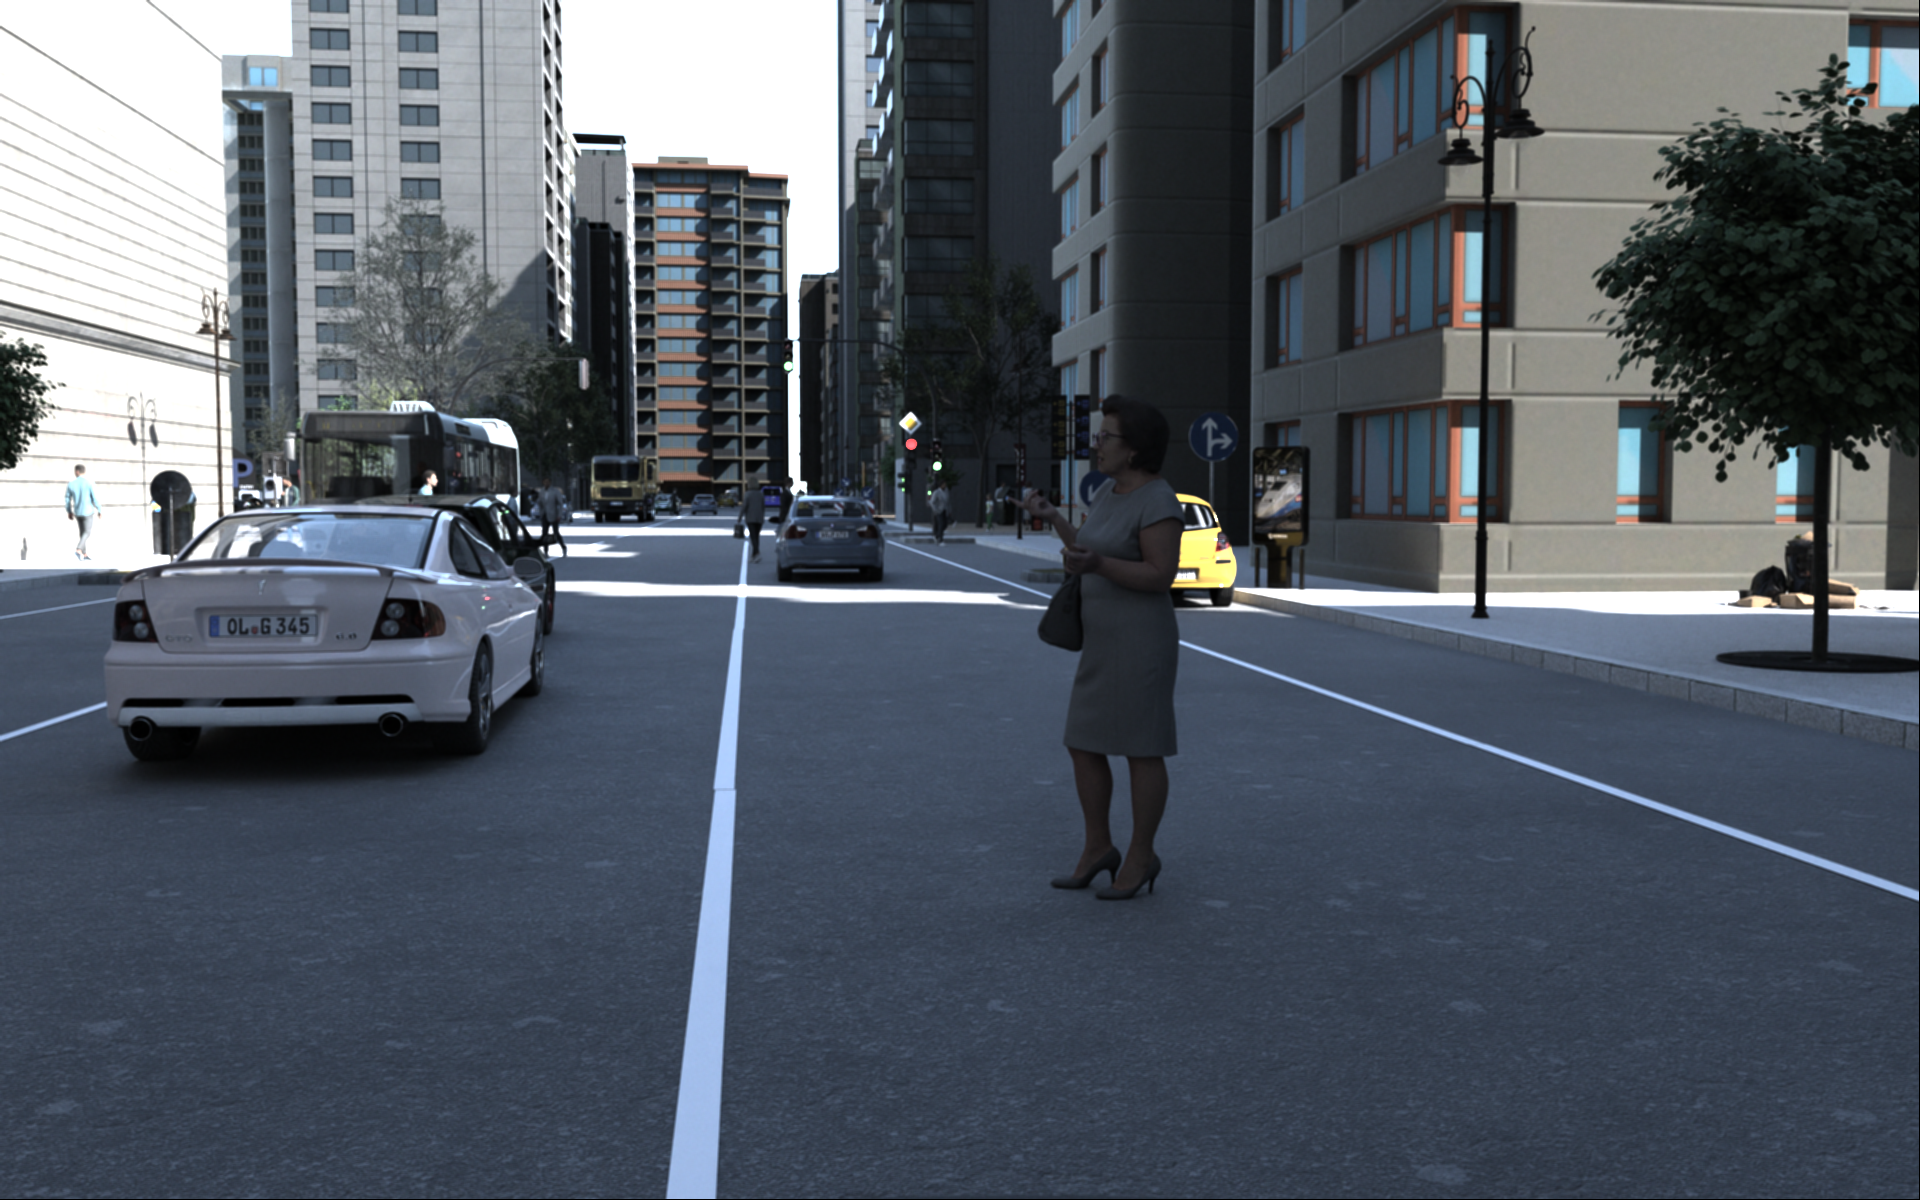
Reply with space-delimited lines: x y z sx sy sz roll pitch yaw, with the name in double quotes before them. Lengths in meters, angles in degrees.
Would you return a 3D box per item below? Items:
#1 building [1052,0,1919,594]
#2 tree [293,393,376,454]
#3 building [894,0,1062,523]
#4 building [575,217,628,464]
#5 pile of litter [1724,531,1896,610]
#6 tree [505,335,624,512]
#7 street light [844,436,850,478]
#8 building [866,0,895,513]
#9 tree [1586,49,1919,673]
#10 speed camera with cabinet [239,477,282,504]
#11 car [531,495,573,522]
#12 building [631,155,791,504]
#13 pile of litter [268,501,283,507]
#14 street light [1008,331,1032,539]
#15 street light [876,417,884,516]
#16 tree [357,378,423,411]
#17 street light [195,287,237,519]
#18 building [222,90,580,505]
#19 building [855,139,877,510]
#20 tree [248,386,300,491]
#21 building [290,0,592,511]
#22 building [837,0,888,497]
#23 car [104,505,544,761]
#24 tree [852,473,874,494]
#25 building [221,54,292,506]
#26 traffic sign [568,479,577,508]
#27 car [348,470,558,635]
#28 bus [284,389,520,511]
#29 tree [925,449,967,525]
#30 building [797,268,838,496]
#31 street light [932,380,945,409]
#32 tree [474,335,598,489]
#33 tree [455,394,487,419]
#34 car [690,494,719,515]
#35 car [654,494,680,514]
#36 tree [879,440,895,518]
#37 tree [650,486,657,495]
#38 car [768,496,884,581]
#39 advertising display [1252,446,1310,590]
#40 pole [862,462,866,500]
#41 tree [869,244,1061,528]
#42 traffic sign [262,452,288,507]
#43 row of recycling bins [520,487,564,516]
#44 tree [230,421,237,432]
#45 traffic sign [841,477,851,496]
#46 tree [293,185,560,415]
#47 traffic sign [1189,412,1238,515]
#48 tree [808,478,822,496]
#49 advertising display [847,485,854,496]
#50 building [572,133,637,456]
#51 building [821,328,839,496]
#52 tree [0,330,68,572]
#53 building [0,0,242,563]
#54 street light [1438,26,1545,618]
"building" 18.153 -11.777 37.590 27.650 21.520 28.899 0 4 -7
"tree" -20.056 -4.439 56.285 4.285 4.588 4.351 0 3 0
"building" 3.694 -19.044 83.066 14.160 30.474 14.107 0 4 -7
"building" -42.639 -25.100 182.091 14.160 30.474 14.107 0 4 -7
"pile of litter" 9.633 -0.344 19.592 1.719 0.858 1.176 2 4 35
"tree" -28.476 -12.709 124.793 9.611 12.733 9.660 0 3 0
"street light" -8.721 -9.849 133.823 0.468 5.910 1.993 0 4 -7
"building" 5.956 -30.190 113.216 23.786 49.044 30.456 0 4 -7
"tree" 6.521 -1.795 13.066 4.285 4.588 4.351 0 3 0
"speed camera with cabinet" -35.255 -5.684 87.270 2.038 3.252 0.660 0 4 7
"car" -20.244 -4.529 86.059 2.014 1.417 4.499 0 4 -8
"building" -36.691 -35.008 226.998 28.867 44.769 22.147 0 4 -7
"pile of litter" -44.588 -6.023 112.442 1.719 0.858 1.176 0 4 3
"street light" 1.704 -4.677 49.259 0.468 5.910 1.993 0 4 -7
"street light" -4.739 -7.882 101.657 0.468 5.910 1.993 0 4 -7
"tree" -35.841 -9.855 111.489 4.737 8.622 4.395 0 3 0
"street light" -16.653 -4.044 38.906 0.468 5.910 1.993 0 4 -7
"building" -48.938 -28.736 161.714 32.217 40.220 23.993 0 4 -7
"building" -1.857 -22.811 144.655 14.160 30.474 14.107 0 4 -7
"tree" -46.983 -10.307 118.887 4.360 8.622 3.978 0 3 0
"building" -40.562 -42.881 139.356 20.563 71.187 20.611 0 4 -7
"building" -1.180 -38.134 165.485 21.231 58.520 28.212 0 4 -7
"car" -3.717 0.096 10.787 2.083 1.381 4.827 0 4 -8
"tree" -7.419 -8.564 134.629 1.663 3.219 1.824 0 3 0
"building" -66.404 -34.904 190.285 30.456 49.044 23.786 0 4 -7
"traffic sign" -25.463 -6.827 113.753 0.606 2.300 0.079 0 3 0
"car" -4.885 -0.401 16.345 2.009 1.686 4.222 0 4 -6
"bus" -11.582 -2.600 37.371 2.948 3.499 13.247 0 4 -8
"tree" -0.809 -4.805 73.171 1.663 3.219 1.824 0 3 0
"building" -13.837 -27.723 224.975 14.107 30.474 14.160 0 4 -7
"street light" -0.915 -5.956 70.165 0.468 5.910 1.993 0 4 -7
"tree" -24.565 -10.170 100.692 7.601 10.594 8.767 0 4 -2
"tree" -35.779 -10.696 125.236 4.737 8.622 4.395 0 3 0
"car" -17.821 -6.654 120.799 2.014 1.417 4.499 0 4 -8
"car" -20.981 -6.814 123.203 2.131 1.459 4.920 0 4 -6
"tree" -2.860 -6.732 93.784 4.285 4.588 4.351 0 3 0
"tree" -36.973 -12.998 207.117 1.663 3.219 1.824 0 3 0
"car" -2.281 -1.087 29.773 2.014 1.417 4.499 0 4 -6
"advertising display" 4.339 -1.117 23.474 0.123 1.923 0.974 -2 4 -34
"pole" -6.067 -7.069 109.424 0.158 3.312 0.155 0 3 0
"tree" 0.725 -8.015 65.463 8.767 10.594 7.601 0 4 -2
"traffic sign" -16.668 -2.449 42.167 0.606 2.300 0.079 0 4 -4
"row of recycling bins" -26.032 -6.181 108.165 3.534 1.692 1.069 3 5 40
"tree" -49.880 -9.971 113.385 4.360 8.622 3.978 0 3 0
"traffic sign" -8.672 -8.027 131.355 0.768 2.556 0.104 0 4 -3
"tree" -21.308 -9.753 69.829 12.009 13.543 11.850 0 3 0
"traffic sign" 3.936 -1.644 26.985 0.768 2.556 0.104 0 4 -2
"tree" -17.566 -13.195 210.343 1.663 3.219 1.824 0 3 0
"advertising display" -8.036 -7.448 126.994 0.123 1.923 0.974 1 4 18
"building" -44.403 -31.474 198.201 14.086 41.232 14.154 0 4 -7
"building" -1.283 -21.457 195.868 27.650 21.520 28.899 0 4 -7
"tree" -16.313 -2.714 28.085 4.285 4.588 4.351 0 3 0
"building" -40.012 -15.857 35.678 44.131 29.872 17.030 0 4 -7
"street light" 5.393 -2.752 17.778 0.468 5.910 1.993 0 4 -7
